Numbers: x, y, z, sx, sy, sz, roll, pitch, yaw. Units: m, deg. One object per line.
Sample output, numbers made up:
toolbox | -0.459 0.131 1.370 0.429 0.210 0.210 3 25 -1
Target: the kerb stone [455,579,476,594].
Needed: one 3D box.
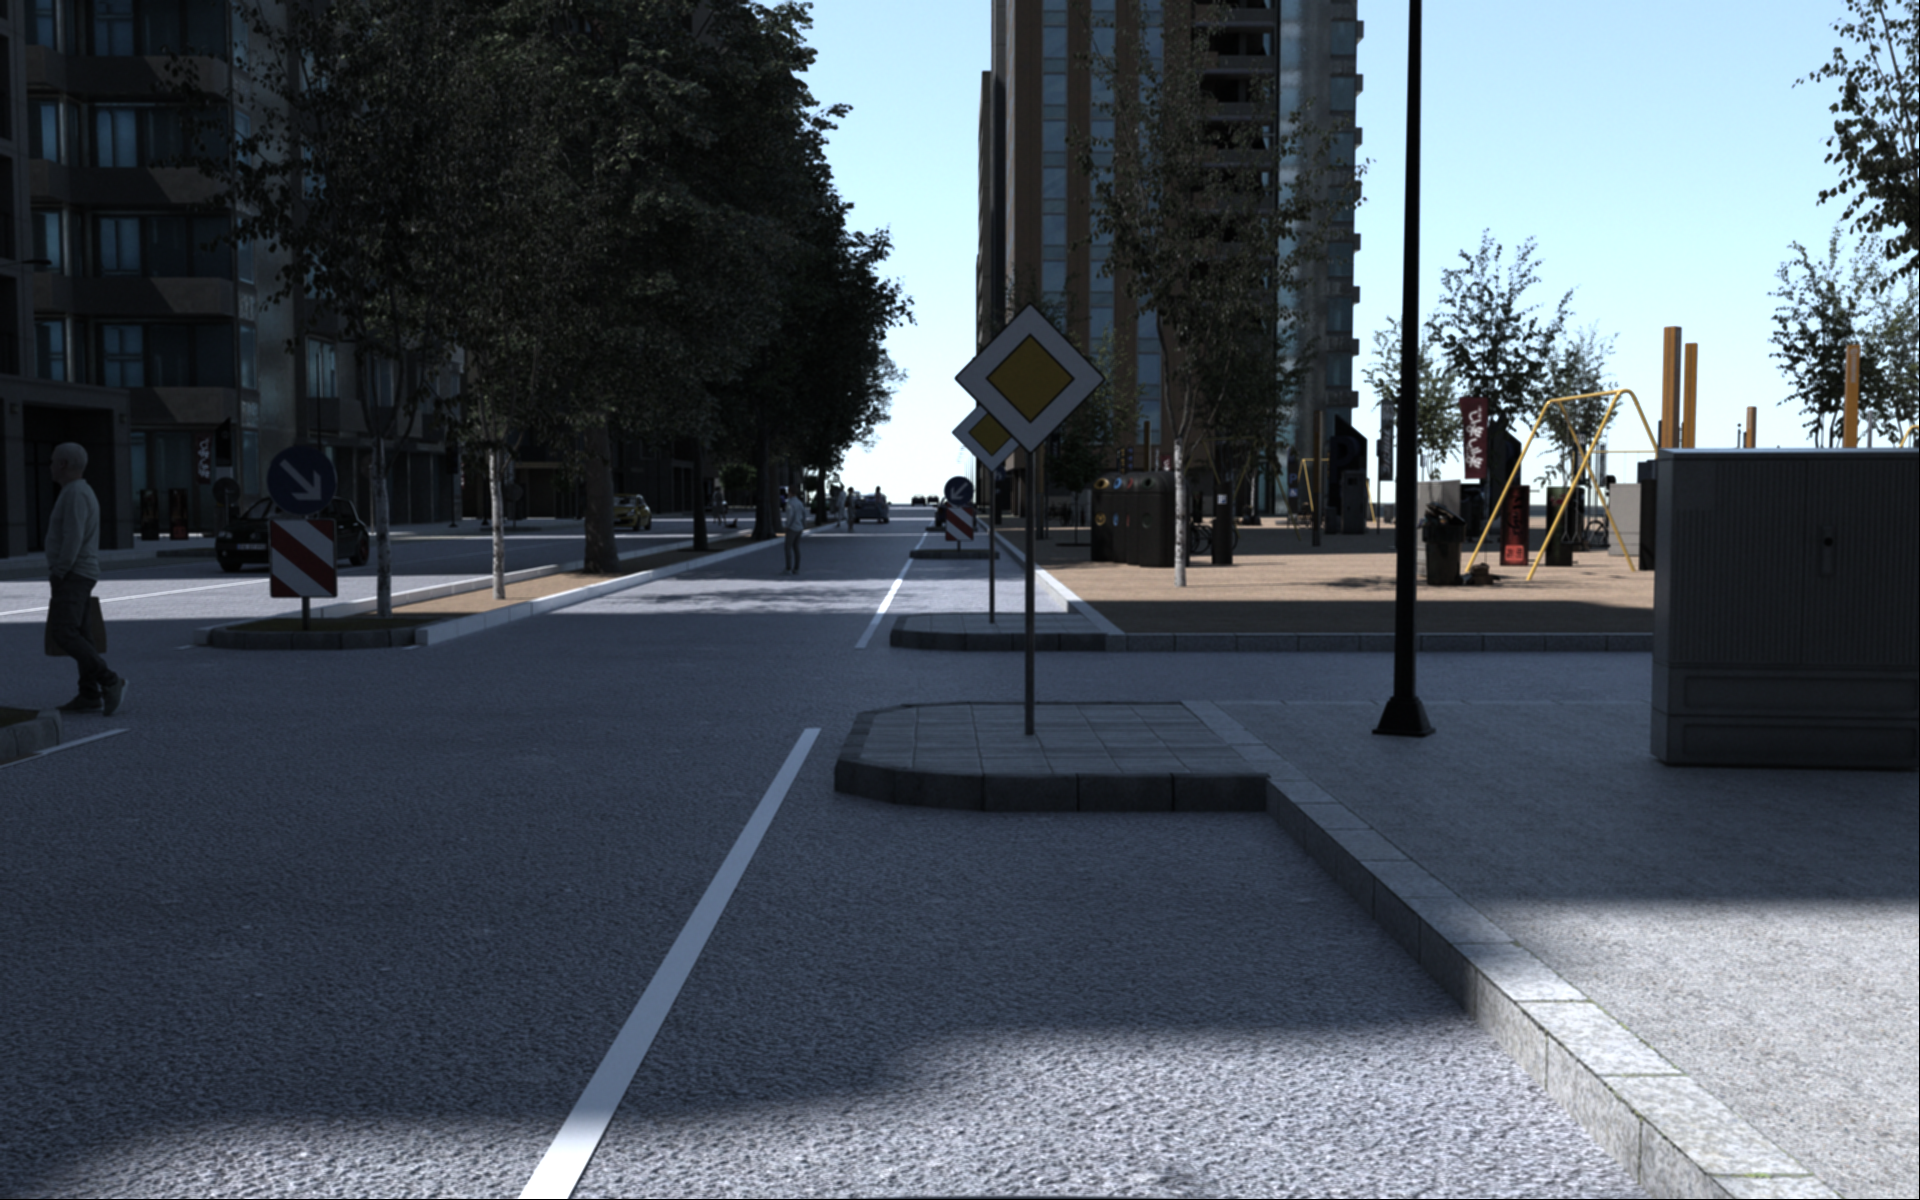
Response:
kerb stone | -7.253 -0.177 25.088 0.120 0.150 1.000 0 4 0

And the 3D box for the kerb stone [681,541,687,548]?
kerb stone | -7.390 -1.430 45.596 0.120 0.150 1.000 0 4 0

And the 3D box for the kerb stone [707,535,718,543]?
kerb stone | -7.438 -1.807 51.736 0.120 0.150 1.000 0 4 0

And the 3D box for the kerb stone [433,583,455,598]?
kerb stone | -7.252 -0.114 24.053 0.120 0.150 1.000 0 4 0

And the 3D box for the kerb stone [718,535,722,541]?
kerb stone | -7.441 -1.870 52.769 0.120 0.150 1.000 0 4 0

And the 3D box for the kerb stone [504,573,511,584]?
kerb stone | -7.268 -0.303 27.148 0.120 0.150 1.000 0 4 0

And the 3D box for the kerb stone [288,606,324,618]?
kerb stone | -7.228 0.199 18.943 0.120 0.150 1.000 0 4 0

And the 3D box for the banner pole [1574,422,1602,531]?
banner pole | 21.732 -4.301 60.336 0.401 3.779 0.863 -2 4 -35

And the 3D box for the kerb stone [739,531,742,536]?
kerb stone | -7.480 -2.183 57.888 0.120 0.150 1.000 0 4 0

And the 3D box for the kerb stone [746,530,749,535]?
kerb stone | -7.494 -2.309 59.952 0.120 0.150 1.000 0 4 0

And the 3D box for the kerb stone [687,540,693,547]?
kerb stone | -7.401 -1.494 46.618 0.120 0.150 1.000 0 4 0

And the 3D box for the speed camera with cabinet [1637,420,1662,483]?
speed camera with cabinet | 19.306 -3.216 46.911 2.038 3.252 0.660 -2 4 -24

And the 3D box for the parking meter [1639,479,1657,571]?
parking meter | 11.633 -1.267 29.122 0.372 1.533 0.369 0 3 0

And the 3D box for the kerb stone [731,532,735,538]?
kerb stone | -7.460 -2.058 55.844 0.120 0.150 1.000 0 4 0

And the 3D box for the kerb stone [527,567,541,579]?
kerb stone | -7.283 -0.426 29.199 0.120 0.150 1.000 0 4 0

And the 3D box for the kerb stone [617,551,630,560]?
kerb stone | -7.338 -0.929 37.385 0.120 0.150 1.000 0 4 0

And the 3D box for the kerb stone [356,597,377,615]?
kerb stone | -7.234 0.077 20.988 0.120 0.150 1.000 0 4 0

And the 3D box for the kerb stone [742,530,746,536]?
kerb stone | -7.485 -2.243 58.924 0.120 0.150 1.000 0 4 0

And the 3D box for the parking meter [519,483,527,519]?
parking meter | -22.676 -5.140 89.752 0.399 1.863 0.255 1 4 15

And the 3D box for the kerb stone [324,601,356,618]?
kerb stone | -7.220 0.137 19.965 0.120 0.150 1.000 0 4 0

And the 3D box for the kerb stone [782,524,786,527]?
kerb stone | -7.597 -3.248 75.336 0.120 0.150 1.000 0 4 0

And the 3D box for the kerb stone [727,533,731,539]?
kerb stone | -7.459 -1.996 54.822 0.120 0.150 1.000 0 4 0

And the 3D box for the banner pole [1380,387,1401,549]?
banner pole | 10.097 -3.090 40.544 0.863 3.779 0.401 -2 4 -35

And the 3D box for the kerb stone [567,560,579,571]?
kerb stone | -7.313 -0.616 32.264 0.120 0.150 1.000 0 4 0

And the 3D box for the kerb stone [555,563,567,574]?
kerb stone | -7.301 -0.548 31.243 0.120 0.150 1.000 0 4 0

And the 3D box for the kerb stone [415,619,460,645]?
kerb stone | -5.100 0.325 16.888 0.120 0.150 1.000 0 4 0

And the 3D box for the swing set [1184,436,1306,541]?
swing set | 7.421 -3.096 48.244 2.862 2.851 3.119 -2 4 -27

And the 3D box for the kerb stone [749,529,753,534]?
kerb stone | -7.501 -2.372 60.974 0.120 0.150 1.000 0 4 0

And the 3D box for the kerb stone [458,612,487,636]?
kerb stone | -5.109 0.262 17.910 0.120 0.150 1.000 0 4 0

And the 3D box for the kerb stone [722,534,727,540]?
kerb stone | -7.449 -1.932 53.791 0.120 0.150 1.000 0 4 0

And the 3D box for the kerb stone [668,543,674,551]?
kerb stone | -7.386 -1.306 43.543 0.120 0.150 1.000 0 4 0

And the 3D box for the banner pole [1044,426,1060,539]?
banner pole | 2.609 -3.620 49.204 0.401 3.779 0.863 -2 4 -33

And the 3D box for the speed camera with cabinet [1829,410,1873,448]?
speed camera with cabinet | 20.750 -2.842 40.808 2.038 3.252 0.660 0 4 7

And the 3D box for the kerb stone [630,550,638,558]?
kerb stone | -7.353 -0.990 38.414 0.120 0.150 1.000 0 4 0

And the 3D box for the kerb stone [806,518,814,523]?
kerb stone | -7.679 -4.065 88.657 0.120 0.150 1.000 0 4 0

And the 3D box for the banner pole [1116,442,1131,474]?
banner pole | 7.907 -5.698 83.174 0.863 3.779 0.401 1 4 20

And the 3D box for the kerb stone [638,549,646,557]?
kerb stone | -7.354 -1.050 39.437 0.120 0.150 1.000 0 4 0

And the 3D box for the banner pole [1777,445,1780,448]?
banner pole | 41.771 -6.057 89.046 0.863 3.779 0.401 2 4 29

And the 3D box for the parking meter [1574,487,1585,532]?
parking meter | 20.915 -3.066 58.548 0.372 1.533 0.369 0 3 0

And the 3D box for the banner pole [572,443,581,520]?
banner pole | -19.036 -5.856 85.764 0.401 3.779 0.863 -1 4 -18

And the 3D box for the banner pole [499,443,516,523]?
banner pole | -19.814 -5.255 75.928 0.401 3.779 0.863 3 5 42

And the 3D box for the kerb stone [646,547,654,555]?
kerb stone | -7.364 -1.109 40.465 0.120 0.150 1.000 0 4 0

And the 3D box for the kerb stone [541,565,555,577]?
kerb stone | -7.284 -0.491 30.221 0.120 0.150 1.000 0 4 0

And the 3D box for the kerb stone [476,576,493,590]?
kerb stone | -7.261 -0.238 26.120 0.120 0.150 1.000 0 4 0

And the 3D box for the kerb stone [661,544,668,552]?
kerb stone | -7.371 -1.243 42.521 0.120 0.150 1.000 0 4 0

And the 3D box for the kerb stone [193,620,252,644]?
kerb stone | -7.200 0.324 16.899 0.120 0.150 1.000 0 4 0

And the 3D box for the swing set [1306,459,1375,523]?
swing set | 16.584 -4.896 77.662 3.119 2.851 2.862 -1 4 -12

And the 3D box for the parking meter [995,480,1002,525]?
parking meter | 1.530 -4.081 72.437 0.399 1.863 0.255 -1 4 -13

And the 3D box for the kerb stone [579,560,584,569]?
kerb stone | -7.316 -0.678 33.286 0.120 0.150 1.000 0 4 0

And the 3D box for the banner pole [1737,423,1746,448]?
banner pole | 27.787 -4.365 61.383 0.863 3.779 0.401 0 4 -7

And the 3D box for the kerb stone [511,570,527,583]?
kerb stone | -7.276 -0.366 28.177 0.120 0.150 1.000 0 4 0

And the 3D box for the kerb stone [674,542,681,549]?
kerb stone | -7.394 -1.368 44.569 0.120 0.150 1.000 0 4 0

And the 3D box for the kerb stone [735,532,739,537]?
kerb stone | -7.474 -2.121 56.866 0.120 0.150 1.000 0 4 0

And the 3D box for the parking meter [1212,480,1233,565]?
parking meter | 4.769 -1.410 31.463 0.372 1.533 0.369 0 3 0

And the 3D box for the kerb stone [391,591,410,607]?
kerb stone | -7.240 0.014 22.009 0.120 0.150 1.000 0 4 0

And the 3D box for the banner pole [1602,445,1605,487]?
banner pole | 28.373 -5.308 76.808 0.863 3.779 0.401 -3 4 -39

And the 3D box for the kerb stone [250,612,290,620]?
kerb stone | -7.210 0.264 17.921 0.120 0.150 1.000 0 4 0

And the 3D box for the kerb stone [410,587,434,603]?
kerb stone | -7.244 -0.050 23.031 0.120 0.150 1.000 0 4 0

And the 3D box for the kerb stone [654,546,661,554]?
kerb stone | -7.368 -1.179 41.492 0.120 0.150 1.000 0 4 0
